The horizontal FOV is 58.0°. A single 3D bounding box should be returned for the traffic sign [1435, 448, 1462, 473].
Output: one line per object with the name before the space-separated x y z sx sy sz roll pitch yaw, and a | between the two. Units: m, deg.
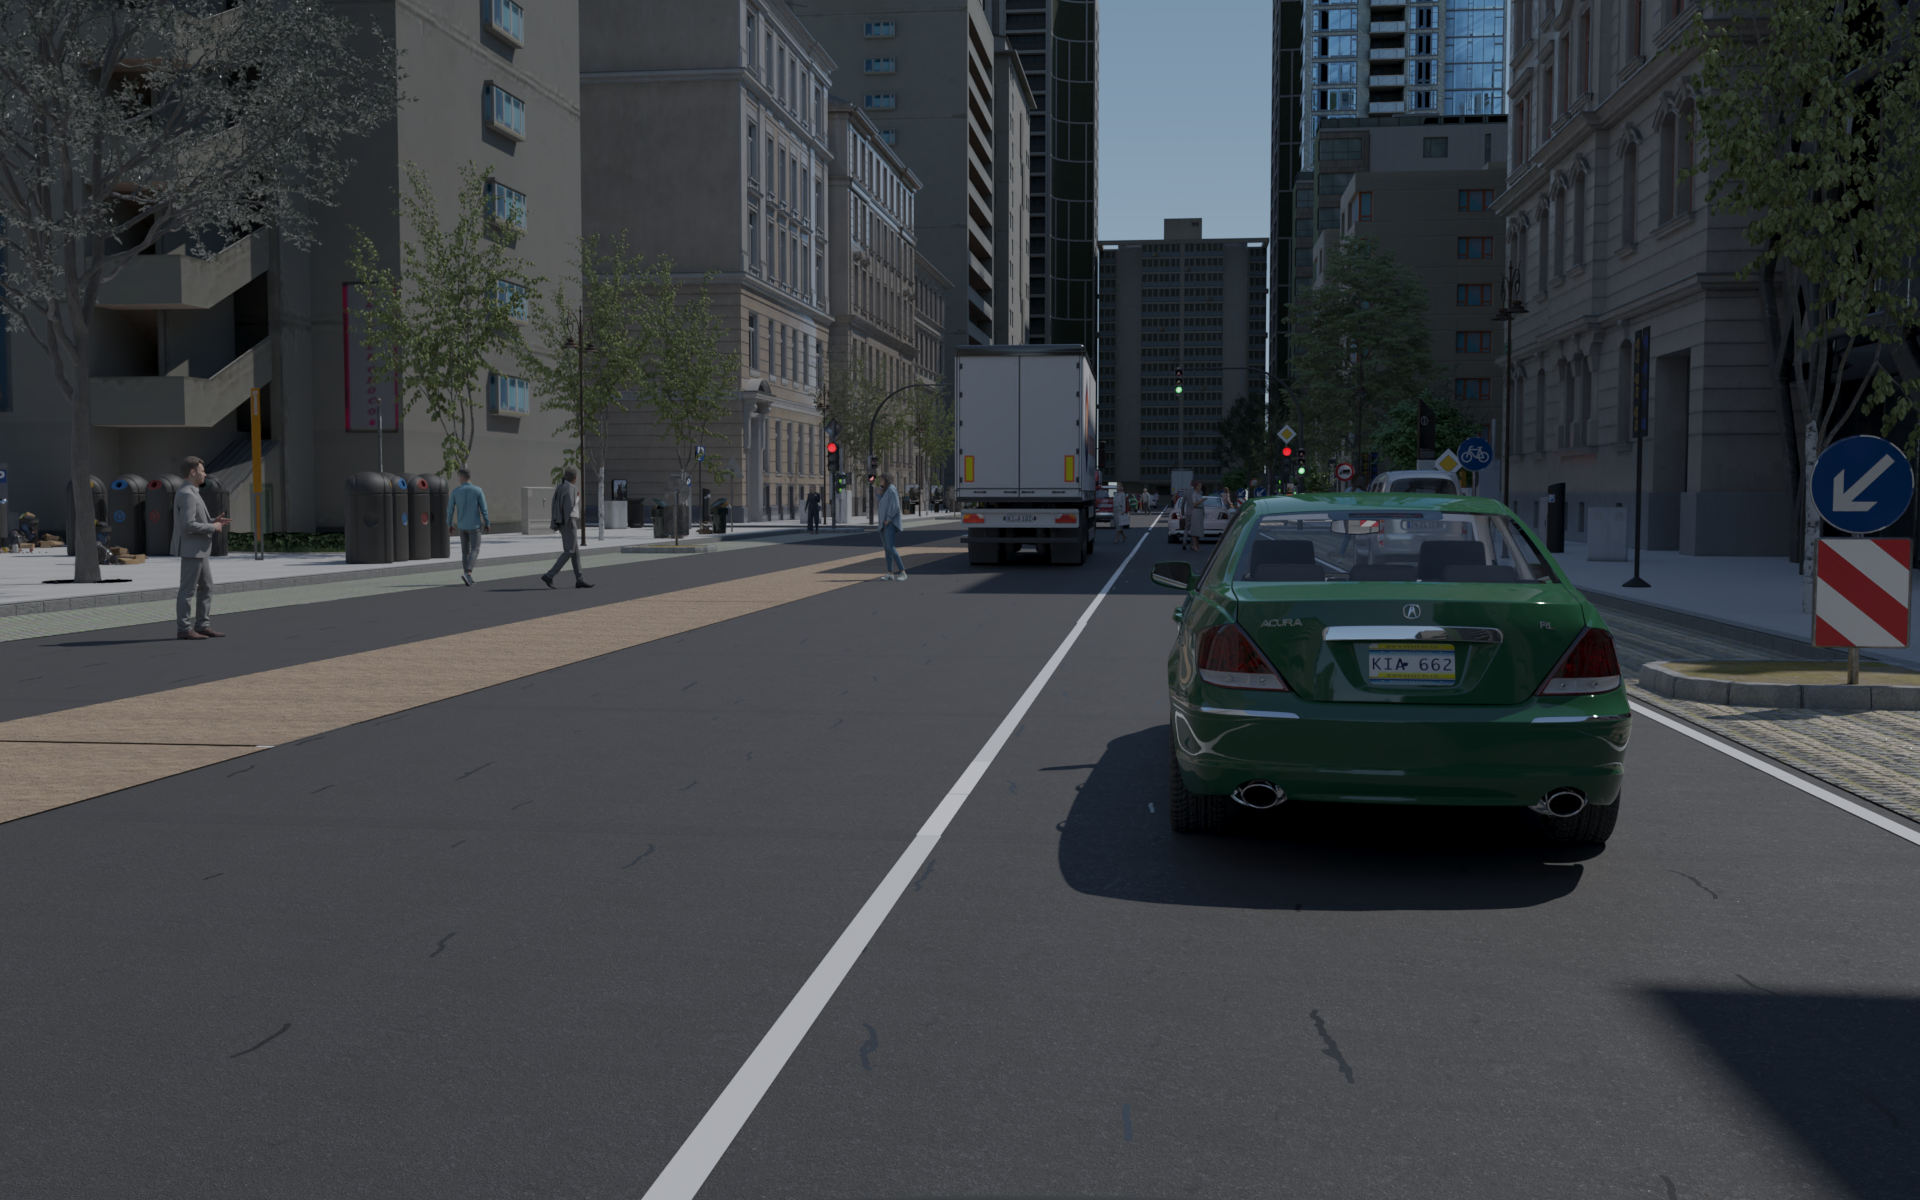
traffic sign | 12.296 -2.598 43.661 0.795 2.450 0.064 1 4 15

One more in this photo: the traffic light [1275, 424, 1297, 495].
traffic light | 13.124 -4.945 69.774 0.839 4.253 0.868 0 4 7

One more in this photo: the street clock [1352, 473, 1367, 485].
street clock | 13.686 -3.355 59.424 0.358 2.002 0.471 -3 4 -39

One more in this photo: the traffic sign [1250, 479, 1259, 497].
traffic sign | 24.106 -8.669 141.838 0.768 2.556 0.104 0 4 8

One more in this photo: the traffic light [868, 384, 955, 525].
traffic light | -1.573 -5.930 71.617 4.771 5.953 1.251 0 4 7

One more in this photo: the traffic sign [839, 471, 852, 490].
traffic sign | -5.176 -4.659 78.307 0.606 2.300 0.079 1 4 11

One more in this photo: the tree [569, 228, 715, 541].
tree | -10.115 -5.950 47.647 4.737 8.622 4.395 0 3 0

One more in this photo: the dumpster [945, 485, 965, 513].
dumpster | -0.331 -6.764 116.355 1.264 1.857 1.865 0 4 7

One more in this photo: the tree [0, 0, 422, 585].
tree | -12.746 -6.988 24.622 12.009 13.543 11.850 0 3 0

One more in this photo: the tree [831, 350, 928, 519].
tree | -4.468 -8.443 88.403 4.737 8.622 4.395 0 3 0

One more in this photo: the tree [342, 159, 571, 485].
tree | -10.979 -5.319 37.333 4.737 8.622 4.395 0 3 0

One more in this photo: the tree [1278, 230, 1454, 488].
tree | 17.519 -9.594 74.985 7.486 12.596 7.792 0 3 0

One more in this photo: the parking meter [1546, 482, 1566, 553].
parking meter | 13.003 -1.797 37.788 0.372 1.533 0.369 0 3 0

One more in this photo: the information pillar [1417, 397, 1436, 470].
information pillar | 11.320 -3.106 42.131 0.504 3.616 0.183 -1 4 -21

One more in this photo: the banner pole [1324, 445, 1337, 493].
banner pole | 18.242 -5.844 85.565 0.863 3.779 0.401 3 5 40

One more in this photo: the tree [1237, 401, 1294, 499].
tree | 24.373 -11.372 136.286 4.737 8.622 4.395 0 3 0

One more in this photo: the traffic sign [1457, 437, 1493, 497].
traffic sign | 11.469 -2.356 38.632 0.768 2.556 0.104 1 4 11

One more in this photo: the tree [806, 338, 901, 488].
tree | -5.222 -8.037 81.767 4.360 8.622 3.978 0 3 0

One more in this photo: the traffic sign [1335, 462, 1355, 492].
traffic sign | 15.480 -4.258 69.720 0.768 2.556 0.104 1 4 17

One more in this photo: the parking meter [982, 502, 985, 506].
parking meter | 1.950 -7.982 136.211 0.399 1.863 0.255 -3 5 -41

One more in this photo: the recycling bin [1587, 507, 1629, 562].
recycling bin | 12.415 -1.263 33.204 0.722 1.027 0.722 1 4 20

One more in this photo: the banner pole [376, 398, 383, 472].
banner pole | -15.251 -3.400 45.613 0.401 3.779 0.863 -1 4 -13

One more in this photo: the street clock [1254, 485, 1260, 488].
street clock | 24.270 -8.371 141.438 0.358 2.002 0.471 -3 4 -38

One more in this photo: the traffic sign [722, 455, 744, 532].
traffic sign | -7.671 -3.559 58.188 0.884 2.594 0.081 1 4 15

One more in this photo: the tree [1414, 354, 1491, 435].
tree | 25.363 -8.569 90.472 4.360 8.622 3.978 0 3 0

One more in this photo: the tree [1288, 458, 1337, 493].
tree | 16.918 -5.400 82.888 1.663 3.219 1.824 0 3 0

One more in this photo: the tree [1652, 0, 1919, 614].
tree | 9.166 -4.142 18.088 4.737 8.622 4.395 0 3 0

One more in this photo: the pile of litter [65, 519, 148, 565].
pile of litter | -15.616 -1.100 31.951 1.176 0.858 1.719 -1 4 -15

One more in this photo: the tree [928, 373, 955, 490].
tree | -1.739 -9.369 103.551 4.737 8.622 4.395 0 3 0

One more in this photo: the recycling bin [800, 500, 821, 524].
recycling bin | -6.503 -3.843 75.384 0.722 1.027 0.722 1 4 21

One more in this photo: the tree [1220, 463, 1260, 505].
tree | 32.338 -13.487 204.227 4.285 4.588 4.351 0 3 0

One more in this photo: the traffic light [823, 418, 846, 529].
traffic light | -4.647 -4.587 63.916 0.839 4.253 0.868 0 4 7

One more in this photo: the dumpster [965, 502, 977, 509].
dumpster | 0.537 -7.357 122.779 1.502 2.255 1.985 0 4 7

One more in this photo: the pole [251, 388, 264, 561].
pole | -13.565 -2.421 33.422 0.158 3.312 0.155 0 3 0

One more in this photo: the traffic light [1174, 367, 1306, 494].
traffic light | 10.050 -5.339 61.967 4.771 5.953 1.251 0 4 7

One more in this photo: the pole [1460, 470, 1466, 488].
pole | 16.409 -3.834 56.524 0.158 3.312 0.155 0 3 0

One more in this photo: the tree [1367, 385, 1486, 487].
tree | 13.965 -4.180 52.055 4.285 4.588 4.351 0 3 0

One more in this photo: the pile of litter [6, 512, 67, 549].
pile of litter | -22.027 -1.680 41.426 1.176 0.858 1.719 2 4 28

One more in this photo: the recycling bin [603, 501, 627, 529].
recycling bin | -12.648 -3.099 63.223 0.722 1.027 0.722 3 4 38

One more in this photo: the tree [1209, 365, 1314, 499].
tree | 22.632 -11.753 126.568 8.767 10.594 7.601 1 4 16

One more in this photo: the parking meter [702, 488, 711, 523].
parking meter | -11.008 -4.089 75.259 0.372 1.533 0.369 0 3 0

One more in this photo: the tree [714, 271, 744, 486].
tree | -8.453 -6.271 52.897 4.737 8.622 4.395 0 3 0
